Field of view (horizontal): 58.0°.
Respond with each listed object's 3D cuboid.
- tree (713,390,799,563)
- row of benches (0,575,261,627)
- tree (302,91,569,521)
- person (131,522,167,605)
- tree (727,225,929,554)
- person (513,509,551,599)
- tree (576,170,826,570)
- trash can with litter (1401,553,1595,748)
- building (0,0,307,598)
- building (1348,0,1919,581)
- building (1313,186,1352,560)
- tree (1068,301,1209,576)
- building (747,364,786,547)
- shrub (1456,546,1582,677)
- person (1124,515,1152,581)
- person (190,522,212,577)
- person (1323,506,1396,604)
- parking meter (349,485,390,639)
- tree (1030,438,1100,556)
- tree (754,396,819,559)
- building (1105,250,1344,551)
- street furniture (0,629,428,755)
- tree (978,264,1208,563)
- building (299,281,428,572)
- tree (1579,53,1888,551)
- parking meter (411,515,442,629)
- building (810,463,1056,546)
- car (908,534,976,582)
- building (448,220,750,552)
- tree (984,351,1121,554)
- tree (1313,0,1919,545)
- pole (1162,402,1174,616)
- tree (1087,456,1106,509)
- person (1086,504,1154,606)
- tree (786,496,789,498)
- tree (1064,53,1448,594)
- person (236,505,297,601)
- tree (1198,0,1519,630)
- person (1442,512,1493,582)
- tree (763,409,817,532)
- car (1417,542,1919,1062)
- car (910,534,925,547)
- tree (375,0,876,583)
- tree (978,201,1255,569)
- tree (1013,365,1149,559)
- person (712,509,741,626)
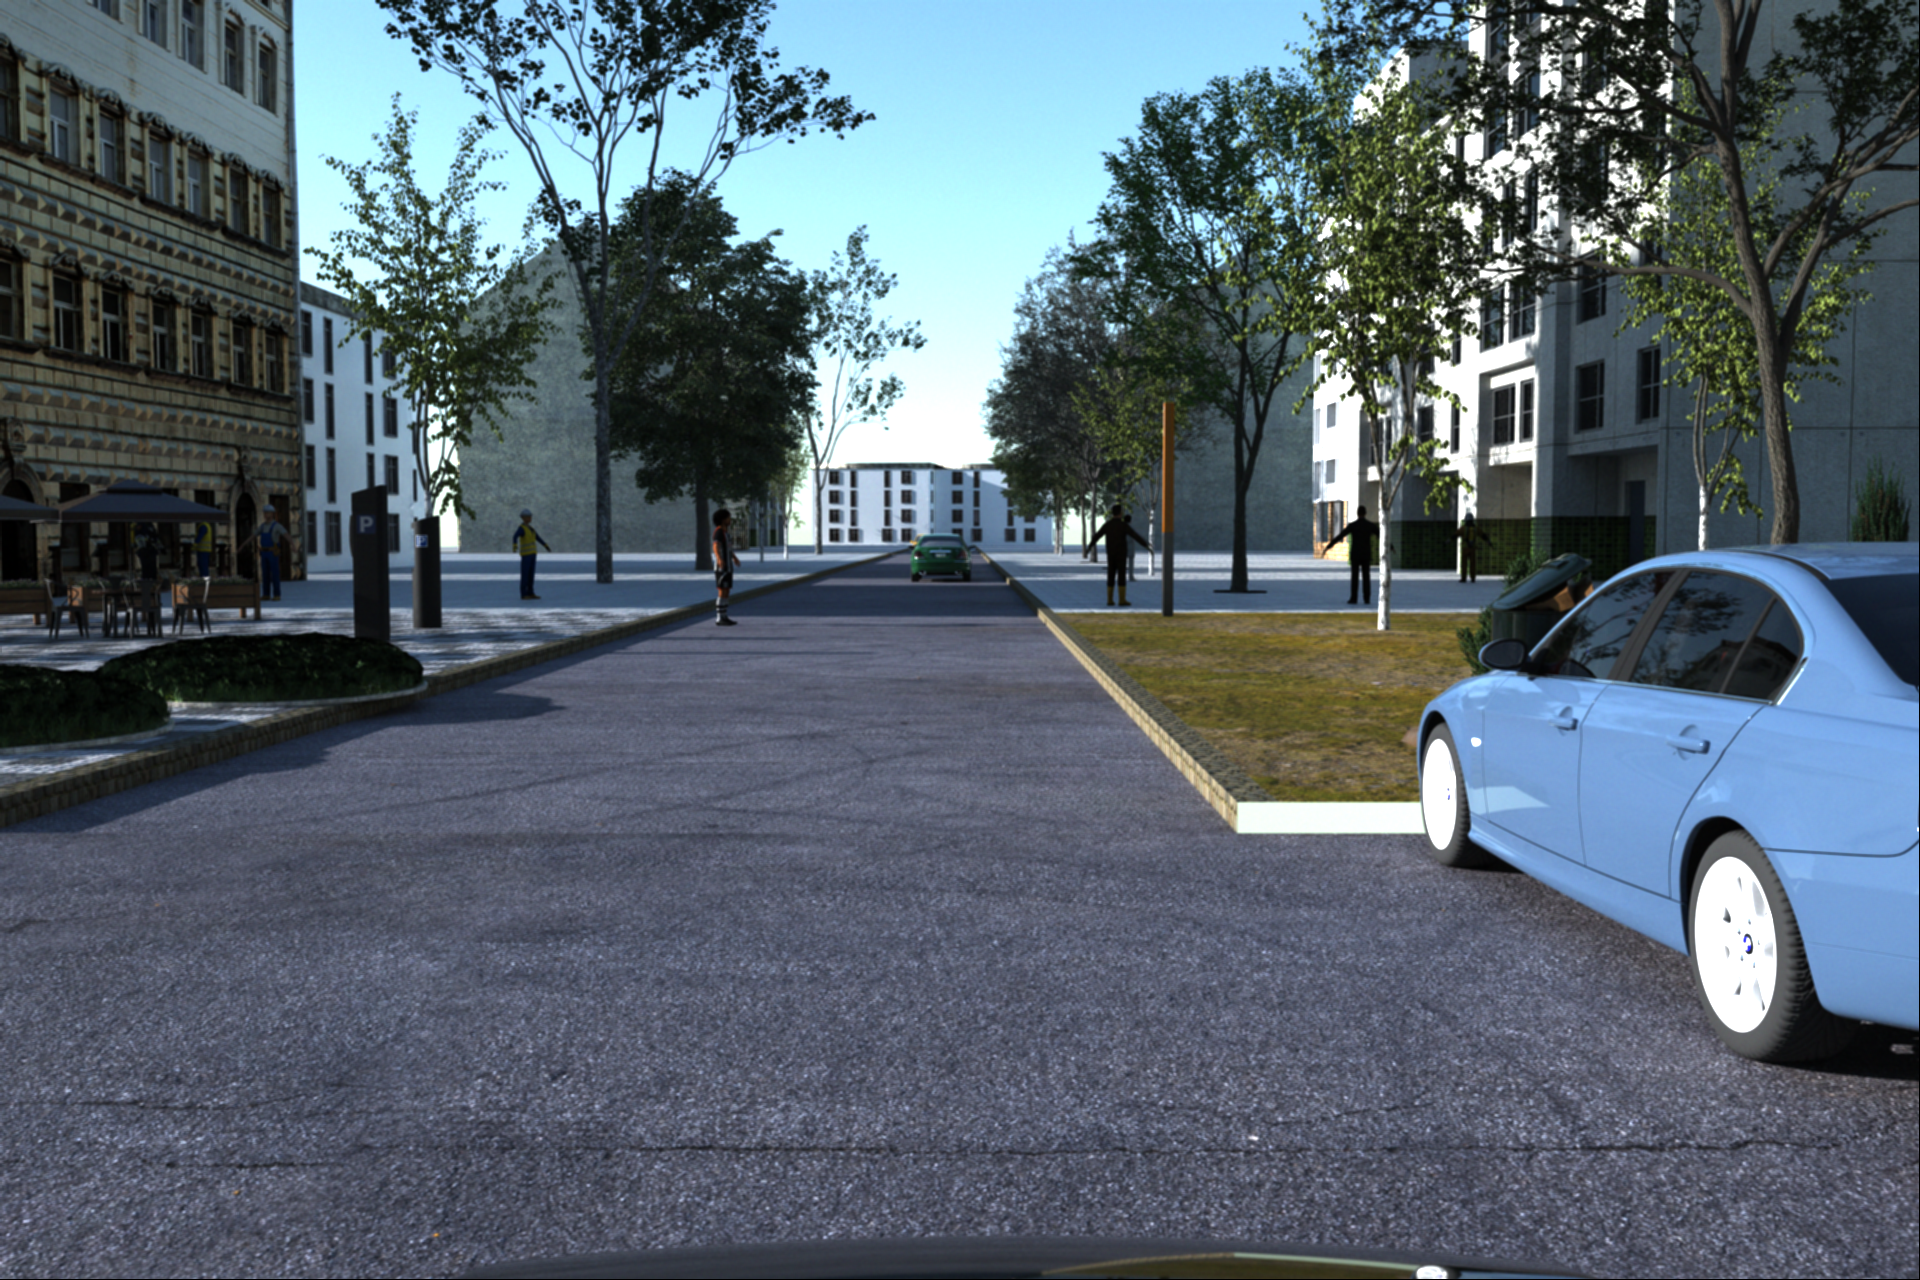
[{"bbox_3d":[-9.066,-7.801,77.910,4.737,8.622,4.395,0,3,0],"label":"tree"},{"bbox_3d":[-12.043,-0.575,24.857,4.104,0.672,1.422,-3,5,-43],"label":"row of benches"},{"bbox_3d":[-8.977,-4.866,29.926,4.737,8.622,4.395,0,3,0],"label":"tree"},{"bbox_3d":[-14.317,-1.519,30.611,0.705,1.856,1.354,-1,4,-10],"label":"person"},{"bbox_3d":[-8.326,-15.365,107.102,12.611,20.169,13.585,0,3,0],"label":"tree"},{"bbox_3d":[-8.453,-1.693,34.137,0.721,1.772,1.216,1,4,20],"label":"person"},{"bbox_3d":[-9.080,-9.454,61.230,9.857,13.997,8.962,0,3,0],"label":"tree"},{"bbox_3d":[3.126,0.089,9.930,1.055,1.170,0.624,0,4,-2],"label":"trash can with litter"},{"bbox_3d":[-27.439,-12.685,38.332,19.493,23.208,18.063,0,4,1],"label":"building"},{"bbox_3d":[24.454,-11.543,55.182,16.747,18.905,31.486,0,4,0],"label":"building"},{"bbox_3d":[23.731,-14.278,89.872,16.016,20.090,11.380,0,3,0],"label":"building"},{"bbox_3d":[5.765,-6.301,53.390,4.737,8.622,4.395,0,3,0],"label":"tree"},{"bbox_3d":[-28.340,-19.170,179.891,16.747,18.905,31.486,0,4,1],"label":"building"},{"bbox_3d":[3.783,-0.015,11.358,1.383,1.207,1.383,0,3,0],"label":"shrub"},{"bbox_3d":[4.575,-2.503,47.112,1.347,1.806,0.705,2,4,29],"label":"person"},{"bbox_3d":[-16.763,-1.976,38.273,0.705,1.833,1.349,-1,4,-14],"label":"person"},{"bbox_3d":[7.368,-1.569,31.875,1.346,1.802,0.704,0,4,-1],"label":"person"},{"bbox_3d":[-7.066,-0.919,20.732,0.399,1.863,0.255,0,4,1],"label":"parking meter"},{"bbox_3d":[5.740,-9.280,102.092,4.360,8.622,3.978,0,3,0],"label":"tree"},{"bbox_3d":[-8.717,-8.395,87.621,4.360,8.622,3.978,0,3,0],"label":"tree"},{"bbox_3d":[21.990,-19.039,142.219,19.493,23.208,18.063,0,4,0],"label":"building"},{"bbox_3d":[-8.900,0.232,11.833,10.072,0.657,5.734,-1,4,-17],"label":"street furniture"},{"bbox_3d":[5.914,-10.183,76.867,12.009,13.543,11.850,0,3,0],"label":"tree"},{"bbox_3d":[-26.266,-7.773,69.242,9.099,9.664,28.070,0,4,0],"label":"building"},{"bbox_3d":[12.012,-4.698,27.178,4.737,8.622,4.395,0,3,0],"label":"tree"},{"bbox_3d":[-7.282,-0.931,23.639,0.372,1.533,0.369,0,3,0],"label":"parking meter"},{"bbox_3d":[-2.861,-15.882,204.269,28.070,9.664,9.099,1,4,9],"label":"building"},{"bbox_3d":[-0.563,-2.550,53.489,2.131,1.459,4.920,0,4,0],"label":"car"},{"bbox_3d":[-26.267,-18.338,130.756,19.493,23.208,18.063,0,4,-1],"label":"building"},{"bbox_3d":[6.410,-12.650,113.490,9.857,13.997,8.962,0,3,0],"label":"tree"},{"bbox_3d":[7.018,-4.914,14.756,8.767,10.594,7.601,-1,4,-15],"label":"tree"},{"bbox_3d":[3.242,-2.026,26.967,0.158,3.312,0.155,0,3,0],"label":"pole"},{"bbox_3d":[17.859,-17.053,204.574,9.928,11.665,9.643,0,3,0],"label":"tree"},{"bbox_3d":[2.822,-1.521,31.000,1.346,1.812,0.704,2,4,33],"label":"person"},{"bbox_3d":[-21.409,-15.193,198.760,4.737,8.622,4.395,0,3,0],"label":"tree"},{"bbox_3d":[6.287,-6.840,37.589,9.928,11.665,9.643,0,3,0],"label":"tree"},{"bbox_3d":[-13.299,-1.681,33.335,1.347,1.847,0.705,1,4,17],"label":"person"},{"bbox_3d":[5.517,-4.431,22.811,4.737,8.622,4.395,0,3,0],"label":"tree"},{"bbox_3d":[13.507,-2.461,46.013,1.354,1.858,0.705,0,4,-1],"label":"person"},{"bbox_3d":[-9.508,-8.900,95.870,4.360,8.622,3.978,0,3,0],"label":"tree"},{"bbox_3d":[2.957,0.367,6.005,2.014,1.417,4.499,0,4,-1],"label":"car"},{"bbox_3d":[-2.046,-5.921,107.039,2.015,1.641,3.980,0,3,0],"label":"car"},{"bbox_3d":[-7.803,-11.532,44.434,12.611,20.169,13.585,0,3,0],"label":"tree"},{"bbox_3d":[5.924,-9.354,63.312,12.009,13.543,11.850,0,3,0],"label":"tree"},{"bbox_3d":[6.233,-9.553,90.606,7.601,10.594,8.767,-1,4,-12],"label":"tree"},{"bbox_3d":[-3.681,-1.136,27.181,0.704,1.843,1.345,0,4,4],"label":"person"}]
